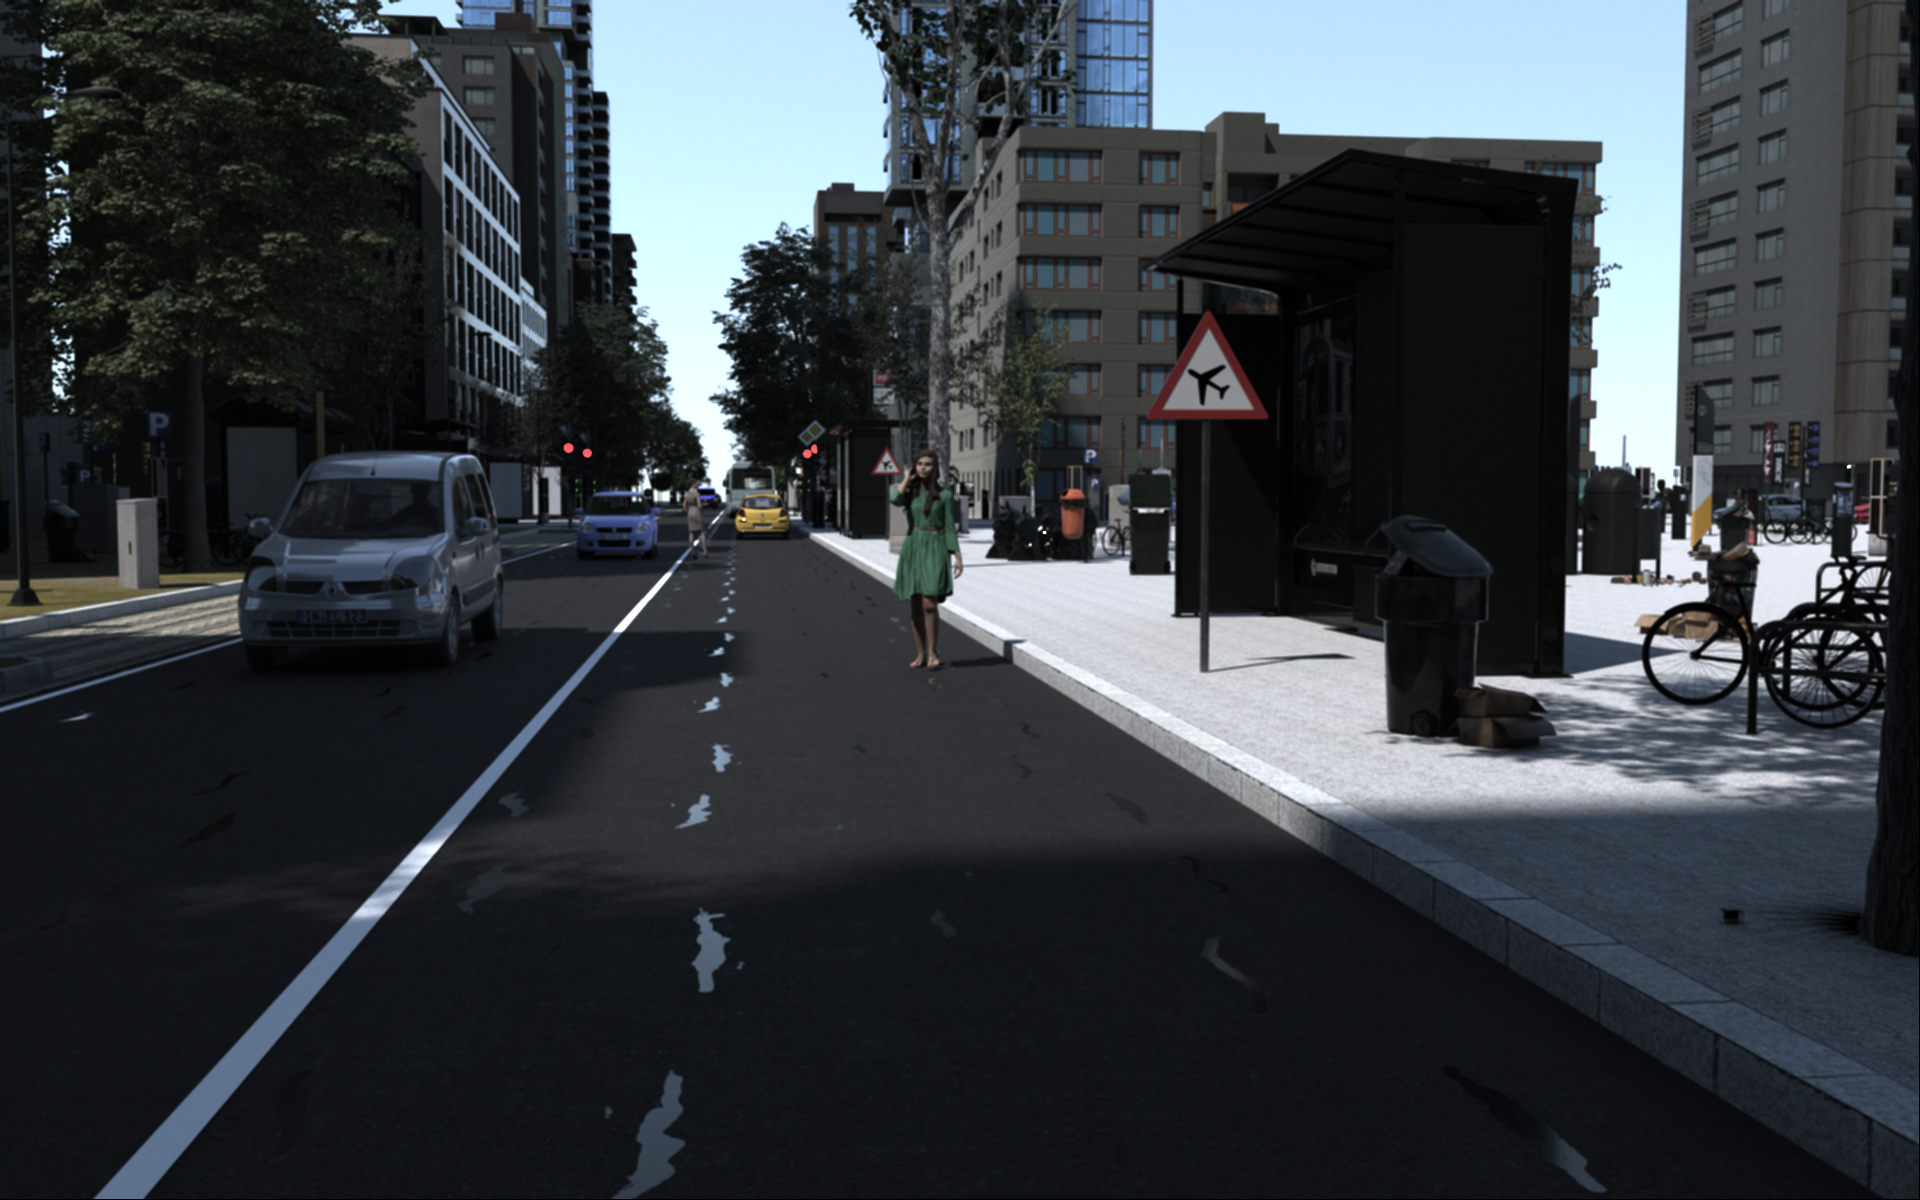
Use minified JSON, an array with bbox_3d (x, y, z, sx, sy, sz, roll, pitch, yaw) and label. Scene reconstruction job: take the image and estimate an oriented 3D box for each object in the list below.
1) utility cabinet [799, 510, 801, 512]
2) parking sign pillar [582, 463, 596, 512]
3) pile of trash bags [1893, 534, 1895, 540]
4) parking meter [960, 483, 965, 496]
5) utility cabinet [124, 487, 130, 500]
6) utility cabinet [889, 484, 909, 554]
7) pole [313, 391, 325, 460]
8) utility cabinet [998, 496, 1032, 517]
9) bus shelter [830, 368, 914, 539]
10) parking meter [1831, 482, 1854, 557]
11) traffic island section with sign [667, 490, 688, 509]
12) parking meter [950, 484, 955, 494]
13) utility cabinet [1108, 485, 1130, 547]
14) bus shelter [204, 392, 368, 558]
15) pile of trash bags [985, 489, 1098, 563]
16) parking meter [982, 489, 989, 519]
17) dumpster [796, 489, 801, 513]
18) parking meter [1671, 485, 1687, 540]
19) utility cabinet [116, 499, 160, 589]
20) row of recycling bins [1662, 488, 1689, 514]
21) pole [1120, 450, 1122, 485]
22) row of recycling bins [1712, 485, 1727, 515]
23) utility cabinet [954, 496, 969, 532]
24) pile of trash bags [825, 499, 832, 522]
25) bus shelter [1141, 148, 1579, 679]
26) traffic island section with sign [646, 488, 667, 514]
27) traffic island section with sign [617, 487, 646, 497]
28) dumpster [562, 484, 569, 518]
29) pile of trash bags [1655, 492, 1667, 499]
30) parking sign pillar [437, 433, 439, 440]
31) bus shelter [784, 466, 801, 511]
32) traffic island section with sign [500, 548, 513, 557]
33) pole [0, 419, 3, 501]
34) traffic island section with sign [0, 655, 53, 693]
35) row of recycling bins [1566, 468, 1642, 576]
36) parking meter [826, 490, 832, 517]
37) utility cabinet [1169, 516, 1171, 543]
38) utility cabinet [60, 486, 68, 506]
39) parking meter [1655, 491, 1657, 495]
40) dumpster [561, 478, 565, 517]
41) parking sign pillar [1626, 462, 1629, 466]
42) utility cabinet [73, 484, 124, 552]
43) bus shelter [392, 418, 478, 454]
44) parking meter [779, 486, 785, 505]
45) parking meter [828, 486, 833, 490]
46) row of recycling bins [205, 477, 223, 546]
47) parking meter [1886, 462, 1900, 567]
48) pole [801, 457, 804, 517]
[{"bbox_3d":[-12.584,-7.476,133.401,0.306,1.237,1.020,2,4,32],"label":"utility cabinet"},{"bbox_3d":[-24.952,-7.892,117.504,1.447,3.967,1.447,-1,4,-21],"label":"parking sign pillar"},{"bbox_3d":[5.263,0.217,6.200,3.447,1.369,1.912,3,4,36],"label":"pile of trash bags"},{"bbox_3d":[0.124,-5.032,87.976,0.255,1.863,0.399,0,4,-4],"label":"parking meter"},{"bbox_3d":[-26.264,-2.743,53.523,0.318,1.500,1.173,2,4,28],"label":"utility cabinet"},{"bbox_3d":[-1.042,-1.707,36.584,0.318,1.500,1.173,-3,4,-38],"label":"utility cabinet"},{"bbox_3d":[-12.732,-2.485,34.468,0.158,3.312,0.155,0,3,0],"label":"pole"},{"bbox_3d":[1.539,-2.250,47.944,1.020,1.237,0.306,-3,5,-42],"label":"utility cabinet"},{"bbox_3d":[-2.820,-4.615,53.087,2.179,5.291,8.768,0,4,-7],"label":"bus shelter"},{"bbox_3d":[17.984,-1.644,35.294,0.372,1.533,0.369,0,3,0],"label":"parking meter"},{"bbox_3d":[-28.093,-9.898,170.463,1.989,1.847,2.006,0,4,-7],"label":"traffic island section with sign"},{"bbox_3d":[-0.504,-5.833,101.082,0.399,1.863,0.255,2,4,31],"label":"parking meter"},{"bbox_3d":[3.995,-2.020,41.713,0.318,1.500,1.173,-2,4,-26],"label":"utility cabinet"},{"bbox_3d":[-14.320,-2.645,37.177,2.014,3.302,5.546,0,4,-7],"label":"bus shelter"},{"bbox_3d":[1.759,-1.450,33.468,1.912,1.369,3.447,-1,4,-15],"label":"pile of trash bags"},{"bbox_3d":[1.308,-4.941,89.191,0.372,1.533,0.369,0,3,0],"label":"parking meter"},{"bbox_3d":[-10.622,-6.926,118.997,1.264,1.857,1.865,0,4,-7],"label":"dumpster"},{"bbox_3d":[20.344,-2.482,48.989,0.372,1.533,0.369,0,3,0],"label":"parking meter"},{"bbox_3d":[-11.284,-0.770,23.756,0.306,1.237,1.020,-3,4,-39],"label":"utility cabinet"},{"bbox_3d":[46.579,-6.352,110.970,1.069,1.692,3.534,-3,5,-40],"label":"row of recycling bins"},{"bbox_3d":[7.494,-5.270,80.014,0.158,3.312,0.155,0,3,0],"label":"pole"},{"bbox_3d":[34.900,-4.466,80.134,1.069,1.692,3.534,2,4,29],"label":"row of recycling bins"},{"bbox_3d":[-0.132,-2.929,59.045,0.306,1.237,1.020,-3,4,-37],"label":"utility cabinet"},{"bbox_3d":[-4.790,-4.159,77.756,1.912,1.369,3.447,-1,4,-21],"label":"pile of trash bags"},{"bbox_3d":[3.109,-1.451,15.003,1.731,3.624,6.357,0,4,-7],"label":"bus shelter"},{"bbox_3d":[-21.853,-6.919,121.754,1.989,1.847,2.006,0,4,-7],"label":"traffic island section with sign"},{"bbox_3d":[-18.404,-5.269,94.778,1.989,1.847,2.006,0,4,-7],"label":"traffic island section with sign"},{"bbox_3d":[-21.702,-5.369,93.538,1.264,1.857,1.865,0,4,-7],"label":"dumpster"},{"bbox_3d":[56.301,-7.915,139.166,3.447,1.369,1.912,2,4,25],"label":"pile of trash bags"},{"bbox_3d":[-22.047,-5.101,71.867,1.447,3.967,1.447,2,4,26],"label":"parking sign pillar"},{"bbox_3d":[-11.980,-8.237,128.604,2.014,3.302,5.546,0,4,-7],"label":"bus shelter"},{"bbox_3d":[-11.373,-1.911,39.874,1.989,1.847,2.006,0,4,-7],"label":"traffic island section with sign"},{"bbox_3d":[-25.137,-3.146,45.283,0.158,3.312,0.155,0,3,0],"label":"pole"},{"bbox_3d":[-7.888,-0.247,12.661,1.989,1.847,2.006,0,4,-7],"label":"traffic island section with sign"},{"bbox_3d":[9.068,-1.266,27.806,3.534,1.692,1.069,1,4,10],"label":"row of recycling bins"},{"bbox_3d":[-7.477,-5.530,98.824,0.372,1.533,0.369,0,3,0],"label":"parking meter"},{"bbox_3d":[5.260,-2.105,45.572,0.306,1.237,1.020,-1,4,-11],"label":"utility cabinet"},{"bbox_3d":[-23.646,-2.335,46.849,1.173,1.500,0.318,-2,4,-24],"label":"utility cabinet"},{"bbox_3d":[58.711,-8.442,146.438,0.372,1.533,0.369,0,3,0],"label":"parking meter"},{"bbox_3d":[-22.714,-5.783,97.050,1.502,2.255,1.985,0,4,-7],"label":"dumpster"},{"bbox_3d":[56.018,-9.643,146.136,1.447,3.967,1.447,2,4,34],"label":"parking sign pillar"},{"bbox_3d":[-18.925,-1.792,37.979,1.173,1.500,0.318,2,4,29],"label":"utility cabinet"},{"bbox_3d":[-17.066,-3.997,56.632,1.731,3.624,6.357,0,4,-7],"label":"bus shelter"},{"bbox_3d":[-12.644,-7.180,123.096,0.399,1.863,0.255,3,5,39],"label":"parking meter"},{"bbox_3d":[-9.255,-7.223,123.806,0.255,1.863,0.399,0,4,4],"label":"parking meter"},{"bbox_3d":[-17.926,-2.219,43.394,1.069,1.692,3.534,0,4,-4],"label":"row of recycling bins"},{"bbox_3d":[15.752,-1.423,28.980,0.399,1.863,0.255,-1,4,-12],"label":"parking meter"},{"bbox_3d":[-8.640,-6.196,95.154,0.158,3.312,0.155,0,3,0],"label":"pole"}]
